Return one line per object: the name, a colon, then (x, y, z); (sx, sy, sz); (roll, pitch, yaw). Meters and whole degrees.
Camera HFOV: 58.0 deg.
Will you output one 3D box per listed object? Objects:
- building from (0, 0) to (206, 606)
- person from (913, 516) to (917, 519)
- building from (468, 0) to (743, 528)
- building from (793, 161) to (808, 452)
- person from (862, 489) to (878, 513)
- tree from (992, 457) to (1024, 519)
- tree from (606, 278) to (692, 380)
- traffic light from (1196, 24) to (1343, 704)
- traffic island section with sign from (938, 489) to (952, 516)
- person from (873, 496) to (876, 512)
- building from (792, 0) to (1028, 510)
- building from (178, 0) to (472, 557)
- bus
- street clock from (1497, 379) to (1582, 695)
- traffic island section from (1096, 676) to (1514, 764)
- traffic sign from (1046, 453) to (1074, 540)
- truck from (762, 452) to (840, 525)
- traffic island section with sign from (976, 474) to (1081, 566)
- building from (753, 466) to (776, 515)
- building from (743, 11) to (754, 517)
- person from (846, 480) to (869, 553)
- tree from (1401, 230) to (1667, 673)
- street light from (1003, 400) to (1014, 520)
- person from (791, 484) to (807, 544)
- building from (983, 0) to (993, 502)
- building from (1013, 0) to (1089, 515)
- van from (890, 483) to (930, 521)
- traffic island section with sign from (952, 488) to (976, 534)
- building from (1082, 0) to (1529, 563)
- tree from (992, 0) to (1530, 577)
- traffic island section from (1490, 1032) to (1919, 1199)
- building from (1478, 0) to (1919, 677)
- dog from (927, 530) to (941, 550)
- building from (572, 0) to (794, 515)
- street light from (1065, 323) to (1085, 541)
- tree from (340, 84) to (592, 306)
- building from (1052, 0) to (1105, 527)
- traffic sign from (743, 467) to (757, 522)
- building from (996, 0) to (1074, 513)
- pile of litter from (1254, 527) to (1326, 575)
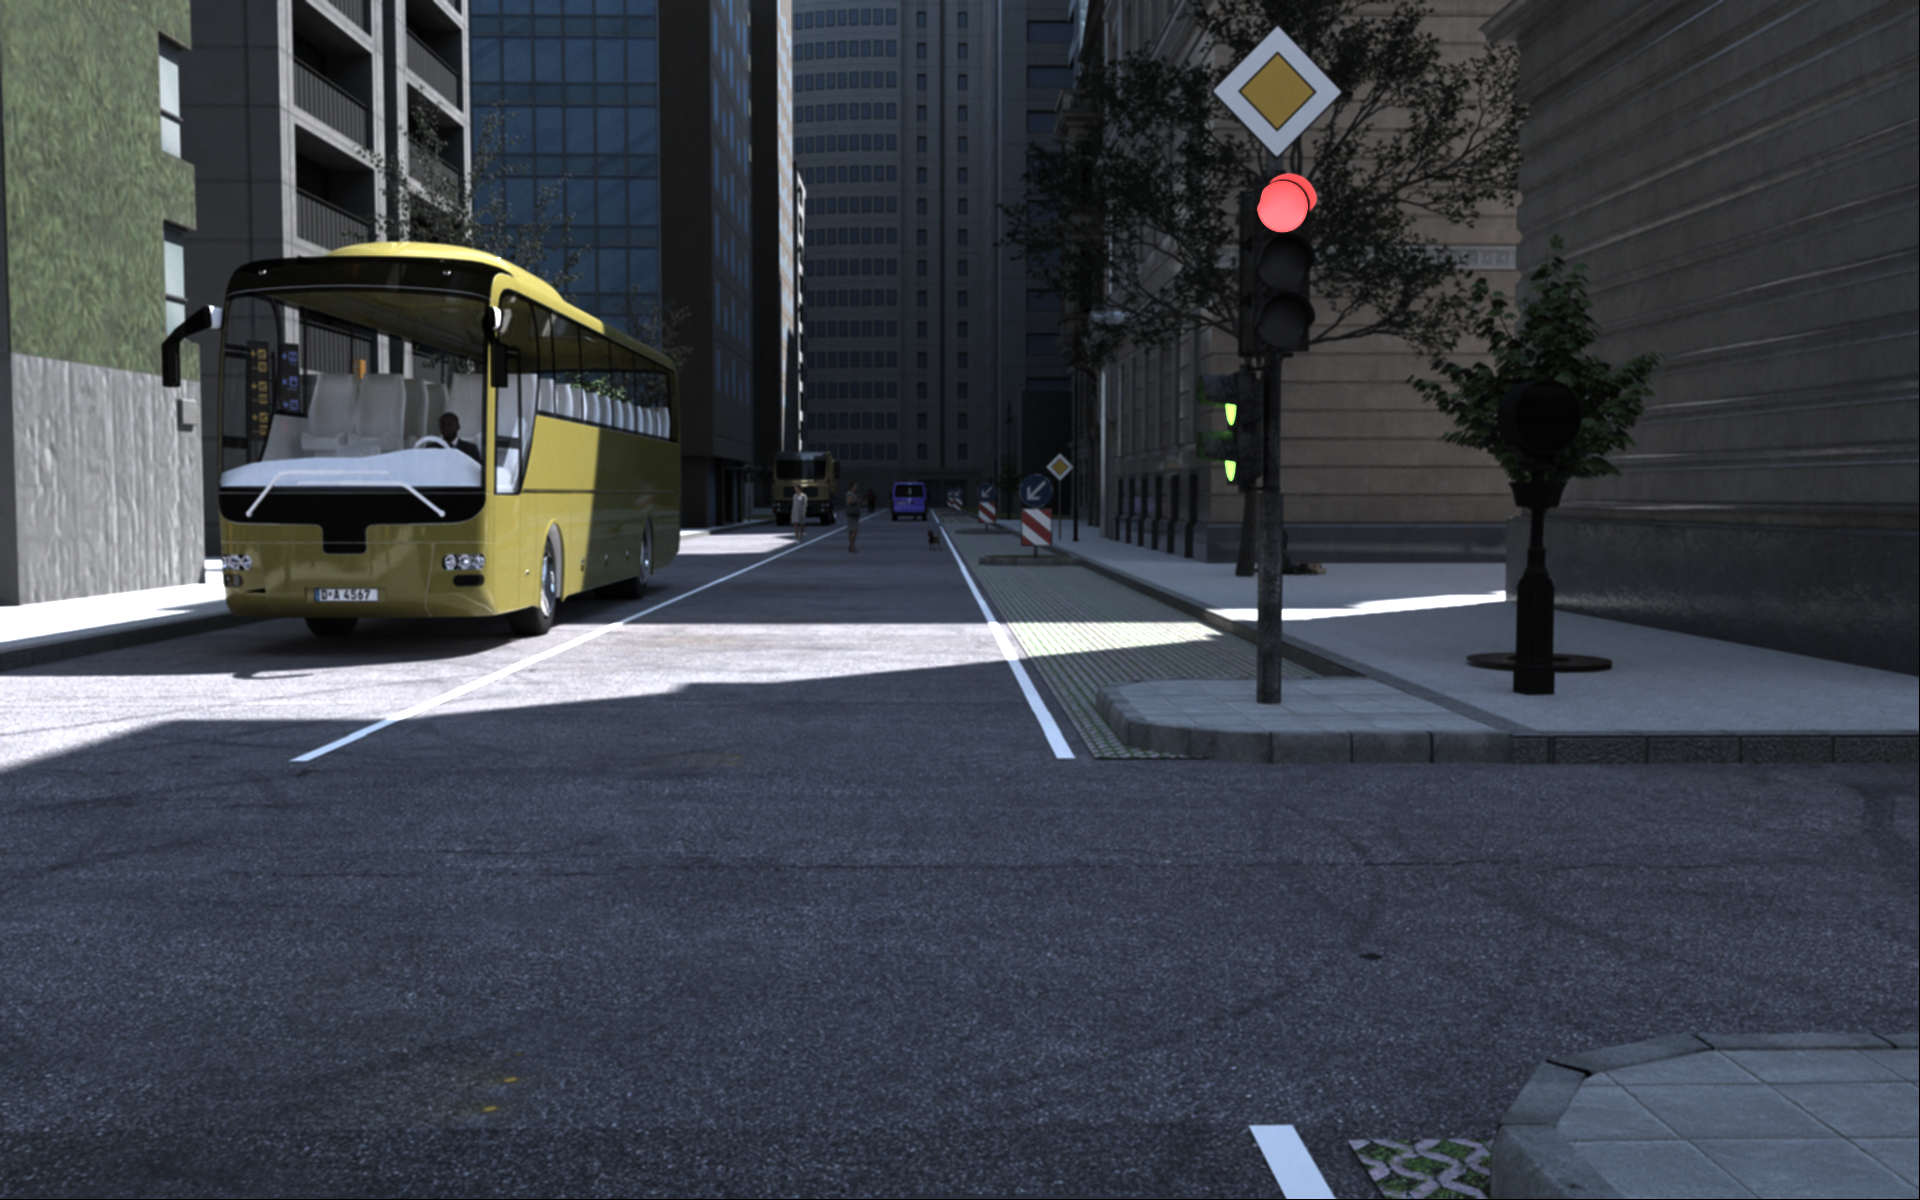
building: (-17.736, -20.374, 16.708); (14.154, 41.232, 14.086); (0, 4, -1)
person: (-2.632, -5.252, 97.608); (0.697, 1.427, 0.421); (1, 4, 20)
building: (-16.160, -25.667, 69.768); (14.600, 45.320, 14.200); (0, 4, -1)
building: (-20.654, -23.316, 152.914); (14.107, 30.474, 14.160); (0, 4, -1)
person: (-6.831, -7.554, 131.950); (1.348, 1.831, 0.705); (-2, 4, -28)
tree: (2.445, -5.739, 88.431); (1.663, 3.219, 1.824); (0, 3, 0)
tree: (-11.084, -6.628, 58.733); (4.360, 8.622, 3.978); (0, 3, 0)
traffic light: (1.882, -1.322, 10.543); (0.839, 4.253, 0.868); (0, 4, -1)
traffic island section with sign: (-0.275, -6.391, 113.119); (1.989, 1.847, 2.006); (0, 4, -1)
person: (-7.089, -7.905, 141.009); (0.557, 1.426, 1.065); (2, 4, 34)
building: (-7.950, -38.991, 179.501); (28.212, 58.520, 21.231); (0, 4, -1)
building: (-21.952, -37.018, 43.491); (20.563, 71.187, 20.611); (0, 4, -1)
bus: (-5.451, -1.788, 20.779); (2.896, 3.916, 12.252); (0, 4, -1)
street clock: (3.695, -0.399, 11.096); (0.471, 2.002, 0.358); (-1, 4, -10)
traffic island section: (1.922, 0.711, 10.658); (2.009, 0.180, 2.903); (0, 4, -1)
traffic sign: (2.790, -2.888, 48.396); (0.795, 2.450, 0.064); (0, 4, 4)
truck: (-7.232, -5.213, 81.162); (3.469, 3.379, 9.791); (0, 4, -2)
traffic island section with sign: (1.393, -1.628, 35.251); (1.989, 1.847, 2.006); (0, 4, -1)
building: (-27.208, -25.618, 110.743); (32.217, 40.220, 23.993); (0, 4, -1)
building: (-18.803, -19.602, 92.201); (14.160, 30.474, 14.107); (0, 4, -1)
person: (-2.563, -2.057, 42.495); (0.532, 1.782, 0.716); (1, 4, 16)
tree: (4.400, -1.109, 12.742); (1.663, 3.219, 1.824); (0, 3, 0)
street light: (2.395, -6.864, 85.018); (0.468, 5.910, 1.993); (0, 4, -1)
person: (-4.674, -2.501, 50.134); (0.466, 1.731, 0.760); (-1, 4, -10)
building: (9.448, -30.782, 153.398); (14.600, 45.320, 14.200); (0, 4, -1)
building: (15.107, -48.208, 100.865); (22.319, 86.520, 31.000); (0, 4, -1)
van: (-2.735, -5.481, 93.994); (2.240, 2.365, 5.245); (0, 4, -1)
traffic island section with sign: (0.830, -3.277, 62.200); (1.989, 1.847, 2.006); (0, 4, -1)
building: (10.579, -15.606, 41.070); (13.634, 28.700, 20.117); (0, 4, -1)
tree: (4.564, -5.626, 26.402); (8.767, 10.594, 7.601); (-2, 4, -23)
traffic island section: (2.093, 1.199, 2.675); (2.009, 0.180, 2.903); (0, 4, -1)
building: (15.890, -11.415, 15.521); (19.941, 23.489, 11.050); (0, 4, -1)
dog: (-0.669, -1.526, 44.242); (0.540, 0.507, 0.406); (2, 4, 26)
building: (-19.953, -29.341, 129.835); (14.600, 45.320, 14.200); (0, 4, -1)
street light: (3.144, -4.535, 46.930); (0.468, 5.910, 1.993); (0, 4, -1)
tree: (-9.166, -5.005, 32.188); (4.360, 8.622, 3.978); (0, 3, 0)
building: (11.010, -15.260, 68.578); (14.460, 24.649, 34.723); (0, 4, -1)
traffic sign: (-9.850, -4.939, 80.855); (0.768, 2.556, 0.104); (1, 4, 8)
building: (12.974, -36.050, 131.412); (21.231, 58.520, 28.212); (0, 4, -1)
pile of litter: (5.326, -0.871, 28.203); (1.176, 0.858, 1.719); (0, 4, -2)
